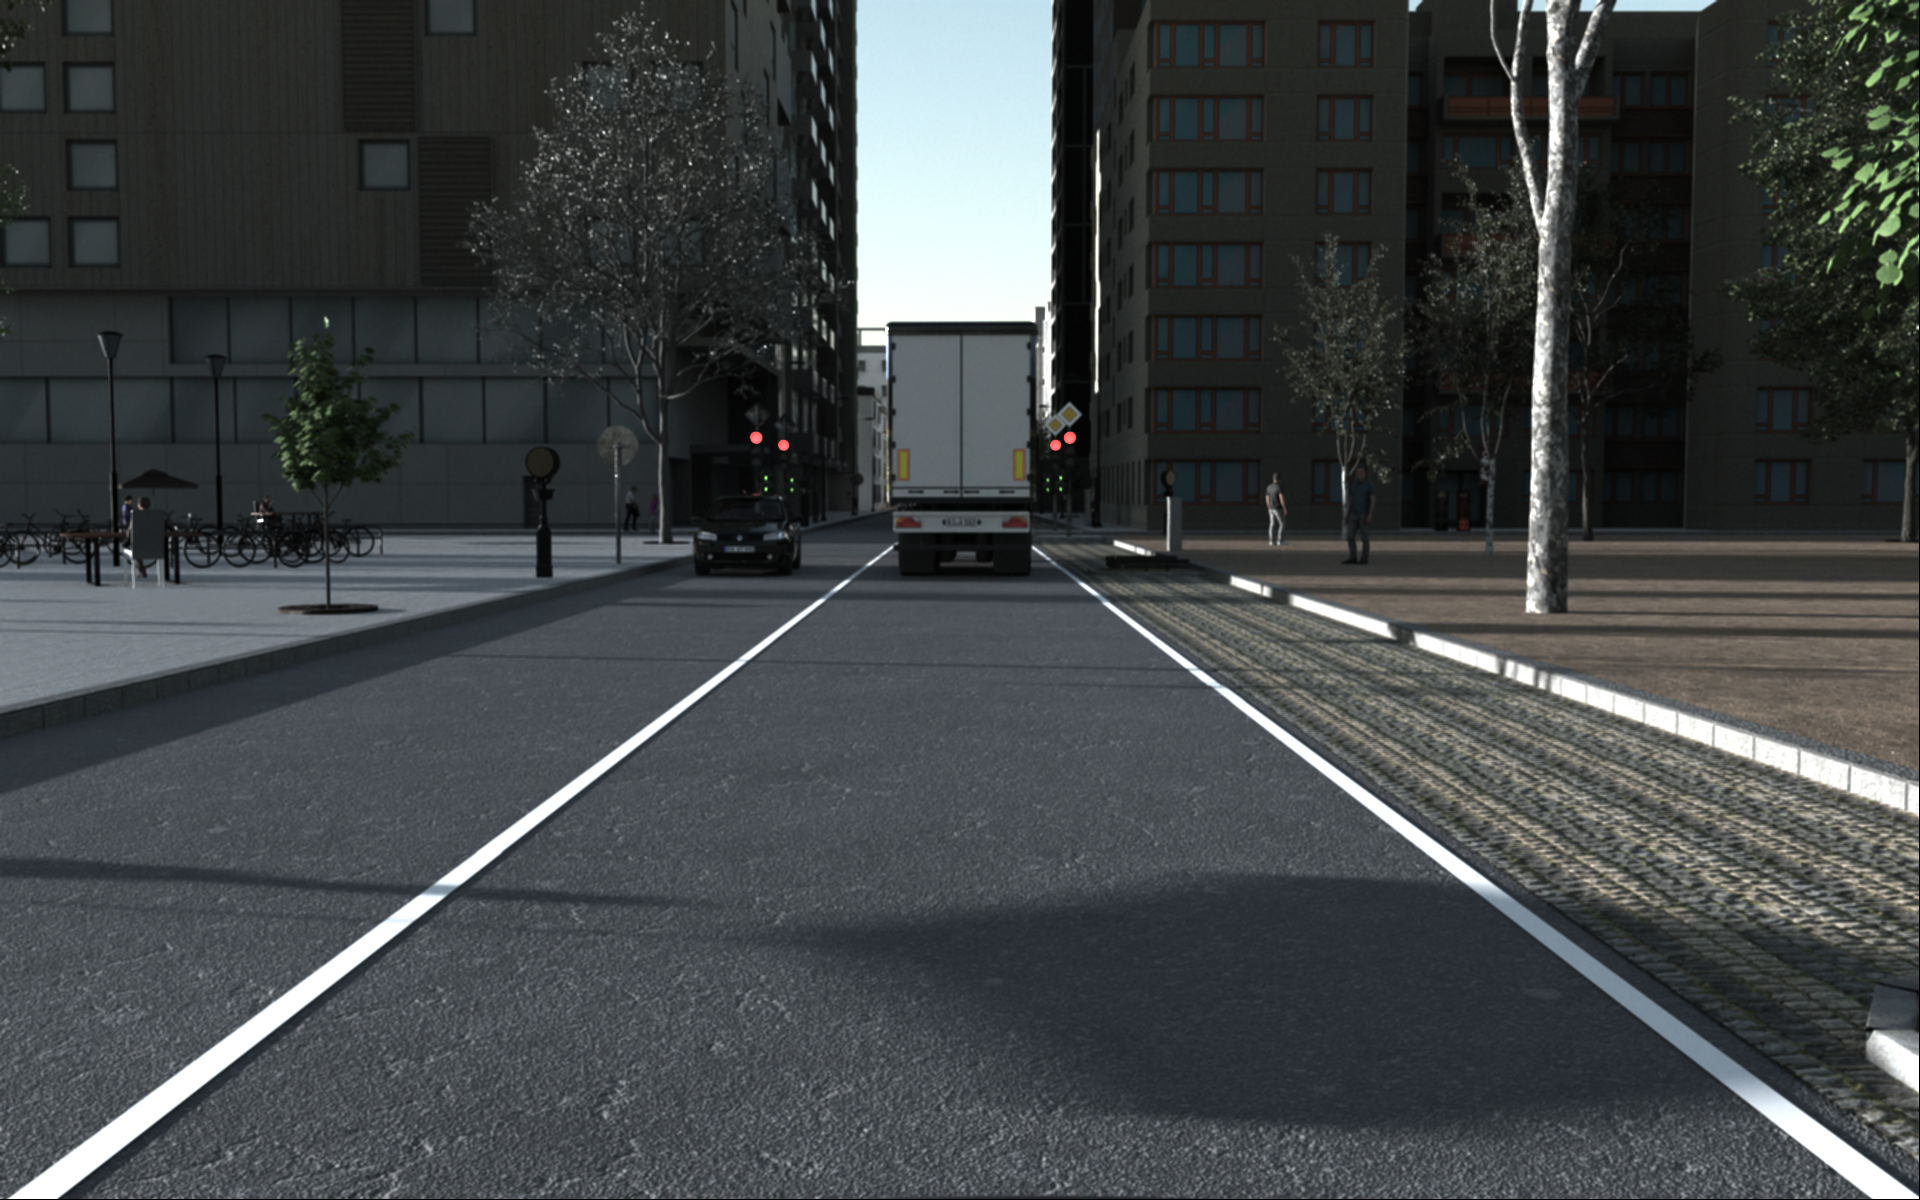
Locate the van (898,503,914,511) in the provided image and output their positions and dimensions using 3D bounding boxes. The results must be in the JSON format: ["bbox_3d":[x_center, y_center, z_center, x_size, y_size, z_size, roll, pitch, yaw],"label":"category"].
[{"bbox_3d":[-4.290,-8.400,144.353,2.013,2.044,4.112,0,4,1],"label":"van"}]

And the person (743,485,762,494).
[{"bbox_3d":[-6.831,-2.949,57.512,0.742,1.727,0.445,-1,4,-15],"label":"person"}]

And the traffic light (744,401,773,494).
[{"bbox_3d":[-6.125,-3.894,52.583,0.839,4.253,0.868,0,3,0],"label":"traffic light"}]

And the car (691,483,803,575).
[{"bbox_3d":[-3.868,-1.350,31.864,2.009,1.686,4.222,0,4,-2],"label":"car"}]

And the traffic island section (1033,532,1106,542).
[{"bbox_3d":[3.336,-1.860,52.699,2.009,0.180,2.903,0,3,0],"label":"traffic island section"}]

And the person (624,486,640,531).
[{"bbox_3d":[-11.470,-3.196,60.502,0.590,1.554,0.614,-1,4,-16],"label":"person"}]

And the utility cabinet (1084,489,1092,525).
[{"bbox_3d":[5.219,-3.759,70.145,0.318,1.500,1.173,0,4,0],"label":"utility cabinet"}]

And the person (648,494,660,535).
[{"bbox_3d":[-10.123,-2.750,56.692,0.726,1.434,0.776,2,4,35],"label":"person"}]

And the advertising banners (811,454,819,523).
[{"bbox_3d":[-6.396,-4.890,76.145,0.090,3.025,2.074,0,4,4],"label":"advertising banners"}]

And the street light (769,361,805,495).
[{"bbox_3d":[-6.083,-5.377,60.459,1.470,5.913,1.316,0,3,0],"label":"street light"}]

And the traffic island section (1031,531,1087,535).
[{"bbox_3d":[3.348,-2.349,60.684,2.009,0.180,2.903,0,3,0],"label":"traffic island section"}]

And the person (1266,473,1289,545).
[{"bbox_3d":[8.045,-2.301,43.798,0.434,1.807,0.598,-2,4,-27],"label":"person"}]

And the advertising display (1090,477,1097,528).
[{"bbox_3d":[5.114,-3.728,66.161,0.123,1.923,0.974,0,4,-4],"label":"advertising display"}]

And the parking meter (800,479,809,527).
[{"bbox_3d":[-6.078,-3.790,67.681,0.255,1.863,0.399,1,4,13],"label":"parking meter"}]

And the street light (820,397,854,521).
[{"bbox_3d":[-6.018,-6.763,83.118,1.470,5.913,1.316,0,3,0],"label":"street light"}]

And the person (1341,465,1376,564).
[{"bbox_3d":[7.295,-1.562,31.706,0.434,1.807,0.598,-2,4,-27],"label":"person"}]

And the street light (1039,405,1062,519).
[{"bbox_3d":[4.801,-7.208,90.396,1.470,5.913,1.316,0,3,0],"label":"street light"}]

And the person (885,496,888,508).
[{"bbox_3d":[-6.797,-9.522,164.952,0.697,1.427,0.421,0,4,2],"label":"person"}]

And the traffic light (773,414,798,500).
[{"bbox_3d":[-6.114,-4.382,60.568,0.839,4.253,0.868,0,3,0],"label":"traffic light"}]

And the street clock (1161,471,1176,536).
[{"bbox_3d":[6.409,-2.983,53.345,0.471,2.002,0.358,-3,5,-42],"label":"street clock"}]

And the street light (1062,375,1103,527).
[{"bbox_3d":[4.857,-5.804,67.442,1.470,5.913,1.316,0,3,0],"label":"street light"}]

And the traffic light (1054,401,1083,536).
[{"bbox_3d":[3.296,-3.894,52.585,0.839,4.253,0.868,0,3,0],"label":"traffic light"}]

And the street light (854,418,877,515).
[{"bbox_3d":[-5.963,-8.149,105.777,1.470,5.913,1.316,0,3,0],"label":"street light"}]

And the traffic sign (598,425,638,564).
[{"bbox_3d":[-6.286,-1.940,31.818,0.768,2.556,0.104,0,4,6],"label":"traffic sign"}]

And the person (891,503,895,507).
[{"bbox_3d":[-6.663,-9.904,168.501,0.617,1.759,0.750,-2,4,-34],"label":"person"}]

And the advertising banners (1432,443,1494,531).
[{"bbox_3d":[17.372,-3.890,59.788,2.074,3.025,0.090,0,4,0],"label":"advertising banners"}]

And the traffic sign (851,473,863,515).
[{"bbox_3d":[-6.164,-6.338,103.725,0.768,2.556,0.104,0,4,3],"label":"traffic sign"}]

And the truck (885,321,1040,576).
[{"bbox_3d":[0.197,-2.744,33.781,2.839,4.237,11.283,0,4,2],"label":"truck"}]

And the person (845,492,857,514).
[{"bbox_3d":[-6.730,-6.053,108.199,0.628,1.438,0.799,2,4,34],"label":"person"}]

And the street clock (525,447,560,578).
[{"bbox_3d":[-6.400,-1.348,26.616,0.471,2.002,0.358,1,4,11],"label":"street clock"}]

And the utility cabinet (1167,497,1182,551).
[{"bbox_3d":[4.872,-1.719,39.274,0.306,1.237,1.020,0,4,4],"label":"utility cabinet"}]

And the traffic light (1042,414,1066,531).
[{"bbox_3d":[3.308,-4.382,60.570,0.839,4.253,0.868,0,3,0],"label":"traffic light"}]
